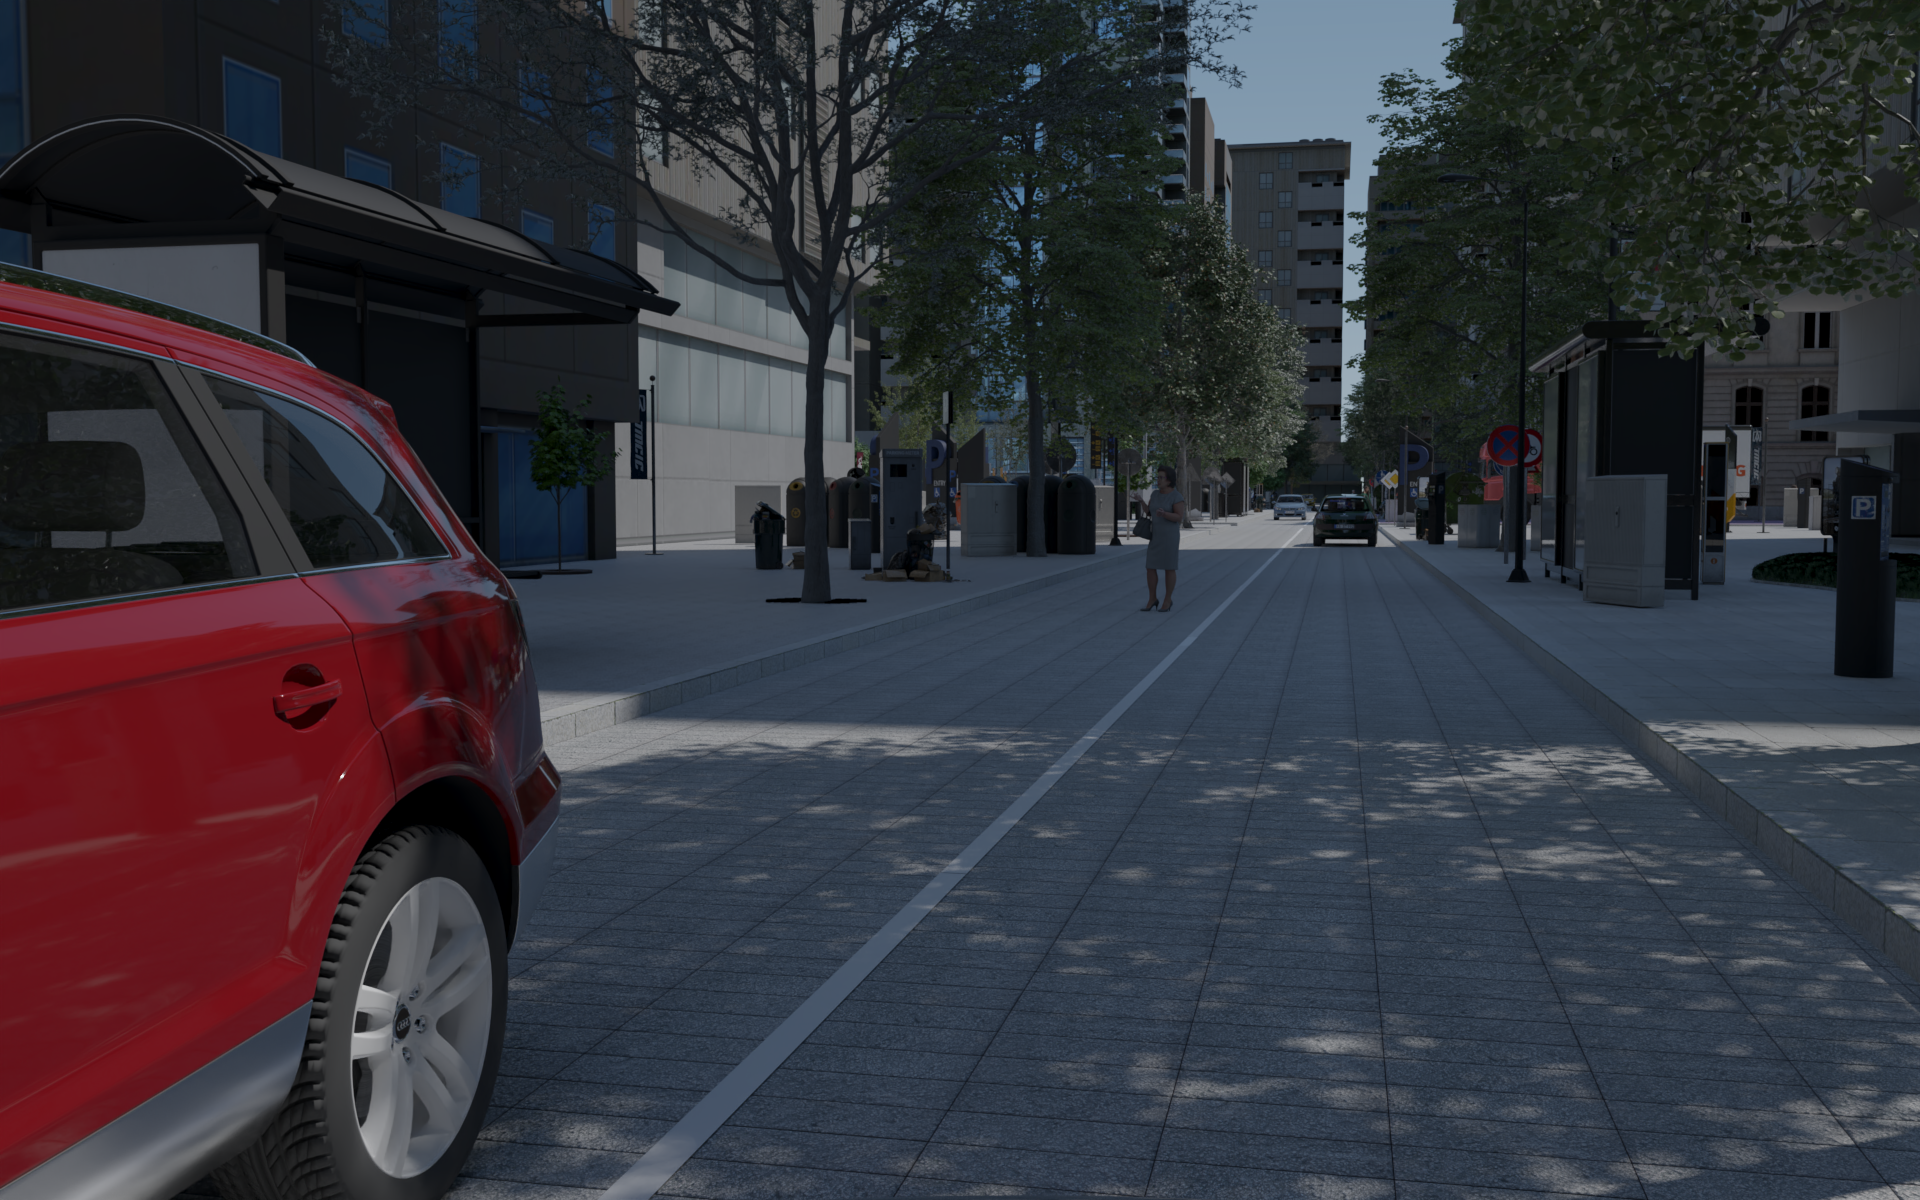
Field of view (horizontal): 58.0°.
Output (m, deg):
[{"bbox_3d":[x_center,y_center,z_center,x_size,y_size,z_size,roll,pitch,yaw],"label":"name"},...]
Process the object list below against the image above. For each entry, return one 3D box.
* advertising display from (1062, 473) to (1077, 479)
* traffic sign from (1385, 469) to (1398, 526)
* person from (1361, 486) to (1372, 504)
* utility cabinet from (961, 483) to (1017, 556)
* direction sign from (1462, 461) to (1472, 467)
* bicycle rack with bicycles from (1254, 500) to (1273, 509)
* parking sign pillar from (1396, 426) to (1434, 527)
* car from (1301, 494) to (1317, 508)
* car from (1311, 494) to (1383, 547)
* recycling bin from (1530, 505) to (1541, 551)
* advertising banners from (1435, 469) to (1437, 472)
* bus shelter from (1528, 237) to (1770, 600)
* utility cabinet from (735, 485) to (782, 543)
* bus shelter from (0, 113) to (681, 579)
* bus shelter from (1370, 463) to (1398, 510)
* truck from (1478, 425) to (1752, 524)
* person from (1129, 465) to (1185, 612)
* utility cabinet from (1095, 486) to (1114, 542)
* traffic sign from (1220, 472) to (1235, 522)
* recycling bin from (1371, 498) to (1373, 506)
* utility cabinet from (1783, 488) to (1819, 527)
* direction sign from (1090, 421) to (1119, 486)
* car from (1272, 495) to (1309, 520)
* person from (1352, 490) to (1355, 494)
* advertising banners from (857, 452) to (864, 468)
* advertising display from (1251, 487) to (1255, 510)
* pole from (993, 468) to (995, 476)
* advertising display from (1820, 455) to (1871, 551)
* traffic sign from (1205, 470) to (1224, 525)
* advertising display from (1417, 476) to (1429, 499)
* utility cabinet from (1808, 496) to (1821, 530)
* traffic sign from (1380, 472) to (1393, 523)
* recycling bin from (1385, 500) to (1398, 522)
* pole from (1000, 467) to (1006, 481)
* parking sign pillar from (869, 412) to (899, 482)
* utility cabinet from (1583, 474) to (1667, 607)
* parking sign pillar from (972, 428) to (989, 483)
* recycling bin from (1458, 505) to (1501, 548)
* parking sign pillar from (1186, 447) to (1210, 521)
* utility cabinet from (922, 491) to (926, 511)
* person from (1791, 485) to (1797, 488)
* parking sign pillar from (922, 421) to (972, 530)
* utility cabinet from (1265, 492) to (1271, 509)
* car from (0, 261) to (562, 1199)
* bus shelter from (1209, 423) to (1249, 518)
[{"bbox_3d":[3.265,-2.986,54.040,0.974,1.923,0.123,-3,4,-36],"label":"advertising display"},{"bbox_3d":[17.576,-4.058,69.989,0.795,2.450,0.064,1,4,12],"label":"traffic sign"},{"bbox_3d":[18.418,-4.272,78.588,0.600,1.795,0.529,-2,4,-28],"label":"person"},{"bbox_3d":[0.600,-1.652,35.692,1.173,1.500,0.318,-2,4,-29],"label":"utility cabinet"},{"bbox_3d":[34.959,-7.804,119.594,0.379,3.537,0.876,-2,4,-33],"label":"direction sign"},{"bbox_3d":[25.009,-8.141,146.480,2.925,0.926,2.852,0,4,8],"label":"bicycle rack with bicycles"},{"bbox_3d":[17.832,-4.852,67.801,1.447,3.967,1.447,1,4,23],"label":"parking sign pillar"},{"bbox_3d":[36.743,-10.589,183.350,2.015,1.641,3.980,1,4,13],"label":"car"},{"bbox_3d":[10.854,-2.377,48.653,2.009,1.686,4.222,1,4,14],"label":"car"},{"bbox_3d":[13.315,-1.609,38.855,0.722,1.027,0.722,-2,4,-24],"label":"recycling bin"},{"bbox_3d":[33.838,-7.820,124.047,0.090,3.025,2.074,0,4,-1],"label":"advertising banners"},{"bbox_3d":[9.491,-2.896,24.984,2.179,5.291,8.768,1,4,12],"label":"bus shelter"},{"bbox_3d":[-5.162,-2.184,44.388,1.173,1.500,0.318,0,4,-1],"label":"utility cabinet"},{"bbox_3d":[-3.894,-1.103,11.957,2.014,3.302,5.546,1,4,12],"label":"bus shelter"},{"bbox_3d":[28.449,-7.446,115.659,2.014,3.302,5.546,1,4,12],"label":"bus shelter"},{"bbox_3d":[26.936,-5.130,72.789,11.283,4.237,2.839,1,4,13],"label":"truck"},{"bbox_3d":[2.358,-0.748,21.091,0.716,1.782,0.532,3,5,45],"label":"person"},{"bbox_3d":[3.565,-2.271,45.812,1.173,1.500,0.318,-3,4,-37],"label":"utility cabinet"},{"bbox_3d":[12.201,-4.630,79.348,0.795,2.450,0.064,1,4,12],"label":"traffic sign"},{"bbox_3d":[29.376,-6.775,123.331,0.722,1.027,0.722,2,4,28],"label":"recycling bin"},{"bbox_3d":[32.116,-3.515,66.150,1.173,1.500,0.318,2,4,24],"label":"utility cabinet"},{"bbox_3d":[4.494,-3.788,53.925,0.876,3.537,0.379,0,4,-2],"label":"direction sign"},{"bbox_3d":[18.282,-5.127,95.829,2.014,1.417,4.499,1,4,12],"label":"car"},{"bbox_3d":[32.451,-8.206,143.154,0.515,1.767,0.782,2,4,24],"label":"person"},{"bbox_3d":[-4.512,-4.587,71.180,0.090,3.025,2.074,2,4,29],"label":"advertising banners"},{"bbox_3d":[23.275,-8.099,137.637,0.123,1.923,0.974,0,4,-4],"label":"advertising display"},{"bbox_3d":[2.654,-8.691,135.934,0.158,3.312,0.155,0,3,0],"label":"pole"},{"bbox_3d":[14.670,-1.438,28.728,0.123,1.923,0.974,-1,4,-13],"label":"advertising display"},{"bbox_3d":[10.501,-4.153,71.545,0.795,2.450,0.064,1,4,12],"label":"traffic sign"},{"bbox_3d":[17.036,-3.519,62.742,0.974,1.923,0.123,-1,4,-8],"label":"advertising display"},{"bbox_3d":[30.593,-3.065,61.278,1.020,1.237,0.306,0,4,-3],"label":"utility cabinet"},{"bbox_3d":[19.275,-4.535,77.792,0.795,2.450,0.064,1,4,12],"label":"traffic sign"},{"bbox_3d":[19.959,-4.092,79.456,0.722,1.027,0.722,2,4,28],"label":"recycling bin"},{"bbox_3d":[3.195,-8.481,132.511,0.158,3.312,0.155,0,3,0],"label":"pole"},{"bbox_3d":[-2.461,-4.137,56.116,1.447,3.967,1.447,2,4,26],"label":"parking sign pillar"},{"bbox_3d":[7.631,-0.688,19.936,0.318,1.500,1.173,-1,4,-12],"label":"utility cabinet"},{"bbox_3d":[0.555,-5.051,71.062,1.447,3.967,1.447,3,4,36],"label":"parking sign pillar"},{"bbox_3d":[12.424,-1.768,41.465,0.722,1.027,0.722,-2,4,-26],"label":"recycling bin"},{"bbox_3d":[10.814,-5.710,81.823,1.447,3.967,1.447,-3,5,-43],"label":"parking sign pillar"},{"bbox_3d":[-2.885,-7.150,125.586,0.318,1.500,1.173,2,4,29],"label":"utility cabinet"},{"bbox_3d":[33.008,-3.664,68.646,0.529,1.795,0.600,0,4,6],"label":"person"},{"bbox_3d":[-0.663,-4.480,61.722,1.447,3.967,1.447,-3,4,-37],"label":"parking sign pillar"},{"bbox_3d":[27.026,-8.761,151.919,0.318,1.500,1.173,1,4,19],"label":"utility cabinet"},{"bbox_3d":[-2.293,0.402,2.096,2.281,1.827,5.304,1,4,10],"label":"car"},{"bbox_3d":[15.228,-7.350,97.810,2.179,5.291,8.768,1,4,12],"label":"bus shelter"}]
